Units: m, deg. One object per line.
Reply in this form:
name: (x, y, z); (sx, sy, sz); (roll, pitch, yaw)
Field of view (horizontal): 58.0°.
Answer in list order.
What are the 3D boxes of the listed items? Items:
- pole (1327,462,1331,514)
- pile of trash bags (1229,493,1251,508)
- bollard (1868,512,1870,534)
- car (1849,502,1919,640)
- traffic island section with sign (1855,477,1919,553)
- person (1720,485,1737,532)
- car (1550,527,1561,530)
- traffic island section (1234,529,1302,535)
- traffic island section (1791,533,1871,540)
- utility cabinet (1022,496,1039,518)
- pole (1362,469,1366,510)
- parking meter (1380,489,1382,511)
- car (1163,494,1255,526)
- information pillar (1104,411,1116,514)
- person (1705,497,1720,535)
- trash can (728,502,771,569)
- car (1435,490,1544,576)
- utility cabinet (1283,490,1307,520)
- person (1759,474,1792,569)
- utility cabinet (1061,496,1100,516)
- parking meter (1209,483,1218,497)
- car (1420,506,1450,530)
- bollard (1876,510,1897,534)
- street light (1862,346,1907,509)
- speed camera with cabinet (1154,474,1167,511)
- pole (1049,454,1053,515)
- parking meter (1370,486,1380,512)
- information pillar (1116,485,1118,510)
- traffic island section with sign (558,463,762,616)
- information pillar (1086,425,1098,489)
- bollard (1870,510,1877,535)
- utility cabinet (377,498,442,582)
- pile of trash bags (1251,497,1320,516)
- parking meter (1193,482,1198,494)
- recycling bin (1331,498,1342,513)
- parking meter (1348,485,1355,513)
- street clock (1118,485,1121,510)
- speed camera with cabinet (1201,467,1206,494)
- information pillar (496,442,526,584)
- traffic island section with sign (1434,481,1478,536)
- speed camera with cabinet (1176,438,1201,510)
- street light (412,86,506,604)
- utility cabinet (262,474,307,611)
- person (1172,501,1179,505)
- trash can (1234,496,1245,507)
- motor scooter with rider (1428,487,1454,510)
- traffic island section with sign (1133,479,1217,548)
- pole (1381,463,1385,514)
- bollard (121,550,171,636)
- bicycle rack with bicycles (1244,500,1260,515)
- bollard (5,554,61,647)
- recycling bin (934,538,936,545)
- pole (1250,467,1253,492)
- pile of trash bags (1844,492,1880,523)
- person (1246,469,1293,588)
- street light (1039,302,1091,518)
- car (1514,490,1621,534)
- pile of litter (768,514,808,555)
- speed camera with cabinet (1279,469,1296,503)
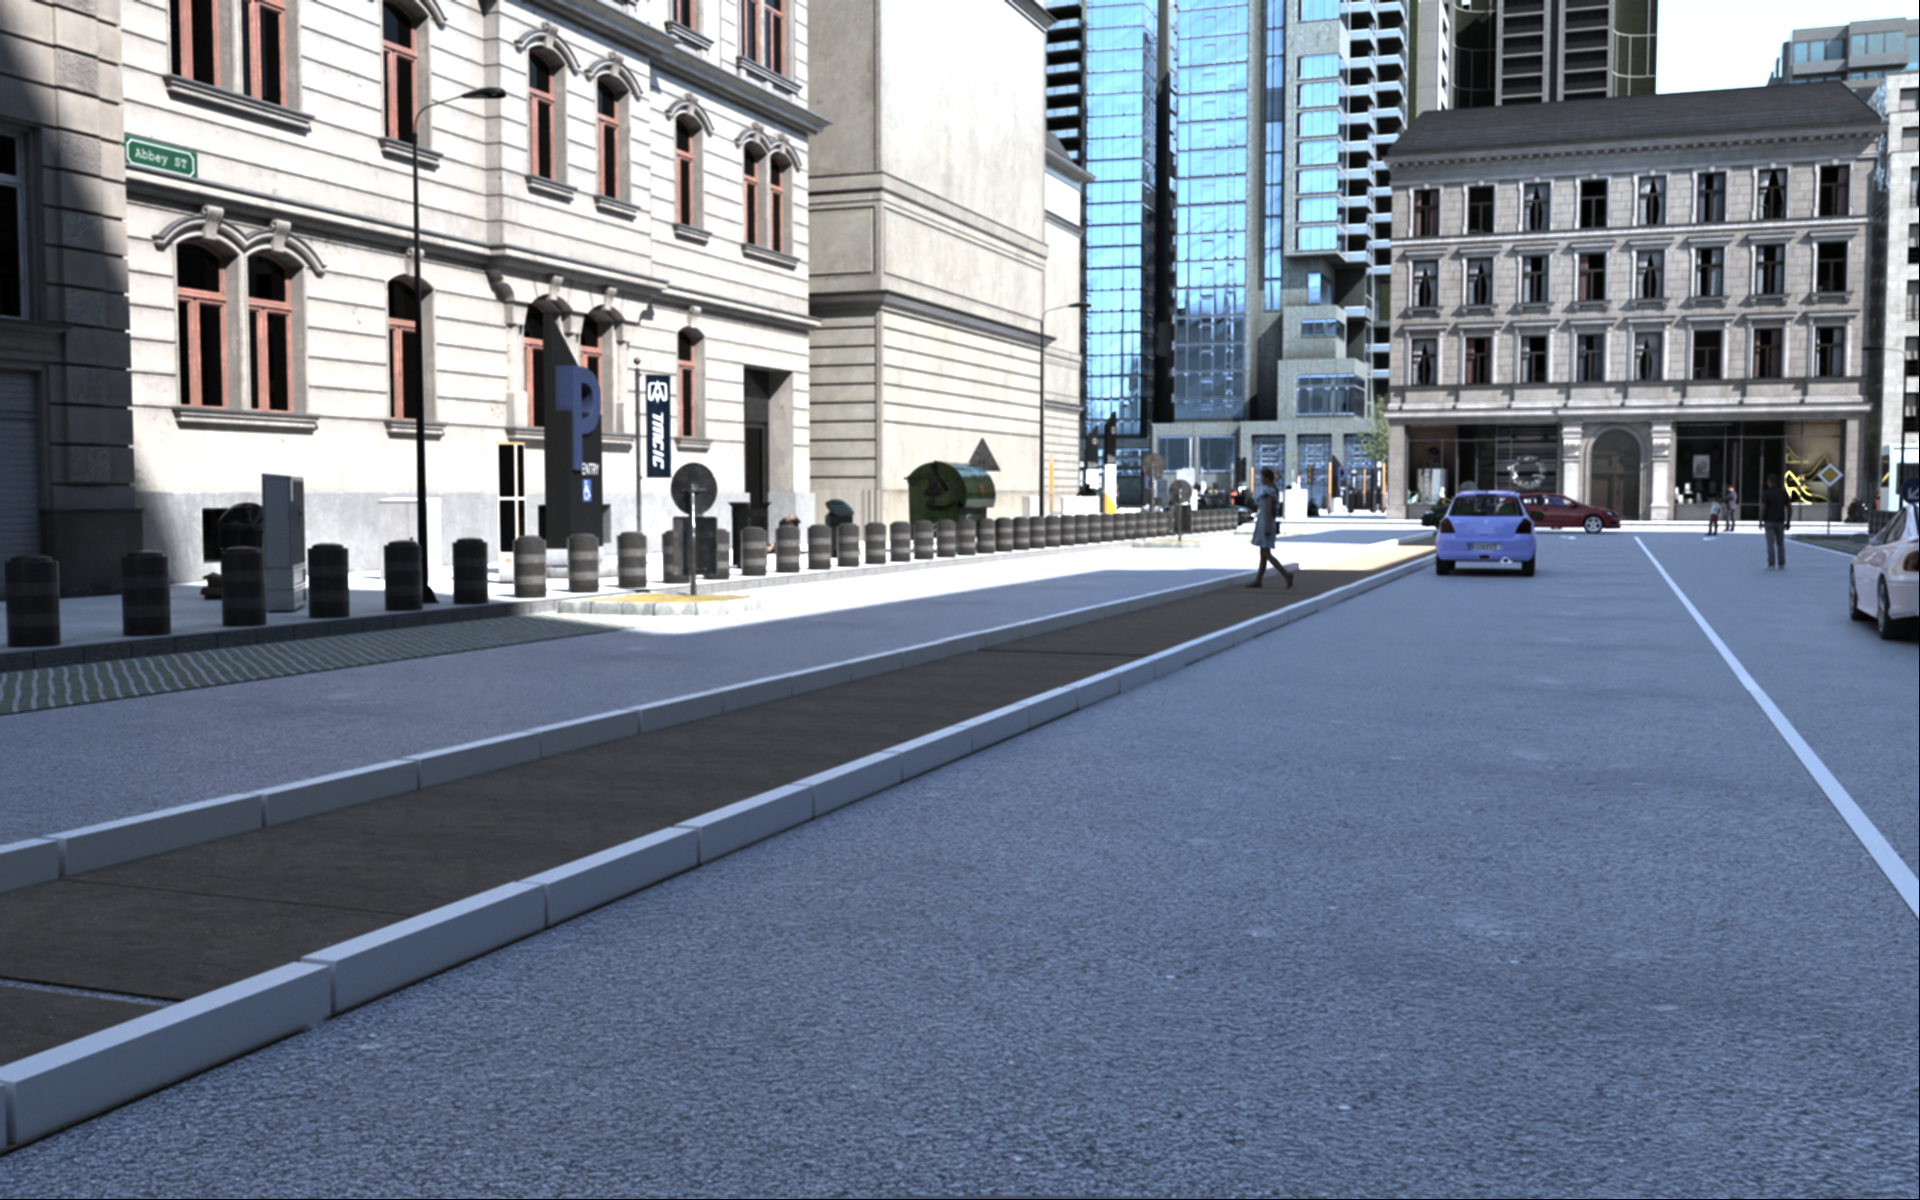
pole: (23.391, -7.086, 109.694); (0.158, 3.312, 0.155); (0, 3, 0)
pile of trash bags: (18.958, -6.568, 117.137); (1.912, 1.369, 3.447); (2, 4, 26)
bollard: (29.347, -2.496, 55.527); (0.404, 0.777, 0.398); (0, 3, 0)
car: (10.453, -0.344, 17.994); (2.083, 1.381, 4.827); (1, 4, 22)
traffic island section with sign: (22.545, -1.998, 41.293); (1.989, 1.847, 2.006); (1, 4, 20)
person: (29.364, -3.505, 66.251); (0.568, 1.767, 0.683); (3, 5, 43)
car: (22.998, -3.552, 70.659); (3.894, 1.354, 1.945); (1, 4, 21)
traffic island section: (10.959, -2.385, 61.269); (2.009, 0.180, 2.903); (1, 4, 20)
traffic island section: (27.642, -2.007, 55.101); (2.009, 0.180, 2.903); (1, 4, 20)
utility cabinet: (2.000, -2.307, 48.881); (0.306, 1.237, 1.020); (-1, 4, -10)
pole: (32.562, -8.913, 139.567); (0.158, 3.312, 0.155); (0, 3, 0)
parking meter: (31.956, -7.671, 131.137); (0.399, 1.863, 0.255); (3, 5, 39)
car: (11.244, -4.208, 78.580); (4.222, 1.686, 2.009); (1, 4, 22)
information pillar: (4.214, -3.497, 48.535); (0.183, 3.616, 0.504); (3, 4, 38)
person: (26.187, -2.926, 60.245); (0.435, 1.345, 0.340); (-3, 4, -38)
trash can: (-3.614, -1.110, 29.800); (0.748, 1.137, 0.748); (0, 3, 0)
car: (9.661, -1.352, 31.692); (1.945, 1.707, 3.694); (1, 4, 18)
utility cabinet: (16.505, -4.690, 85.364); (1.173, 1.500, 0.318); (-1, 4, -20)
person: (15.533, -1.492, 33.025); (0.598, 1.807, 0.434); (1, 4, 10)
utility cabinet: (3.251, -2.181, 46.825); (1.020, 1.237, 0.306); (-1, 4, -10)
parking meter: (12.850, -4.986, 87.240); (0.255, 1.863, 0.399); (0, 4, -2)
car: (20.395, -3.591, 68.492); (4.222, 1.686, 2.009); (1, 4, 20)
bollard: (28.505, -2.358, 53.272); (0.404, 0.777, 0.398); (0, 3, 0)
street light: (29.037, -5.009, 54.444); (1.470, 5.913, 1.316); (1, 4, 20)
speed camera with cabinet: (12.975, -6.845, 106.249); (2.038, 3.252, 0.660); (-1, 4, -10)
pole: (4.643, -5.774, 88.247); (0.158, 3.312, 0.155); (0, 3, 0)
parking meter: (28.601, -6.976, 119.770); (0.399, 1.863, 0.255); (-2, 4, -31)
information pillar: (12.228, -8.084, 136.657); (0.304, 2.012, 0.304); (-3, 5, -40)
traffic island section with sign: (-3.530, -0.769, 21.205); (1.989, 1.847, 2.006); (1, 4, 20)
information pillar: (4.475, -4.115, 58.631); (0.504, 3.616, 0.183); (-2, 4, -33)
bollard: (28.927, -2.427, 54.401); (0.404, 0.777, 0.398); (0, 3, 0)
utility cabinet: (-8.162, -0.888, 25.676); (1.020, 1.237, 0.306); (2, 4, 30)
pile of trash bags: (18.791, -5.474, 99.254); (3.447, 1.369, 1.912); (-2, 4, -24)
parking meter: (11.768, -4.992, 87.331); (0.399, 1.863, 0.255); (1, 4, 20)
recycling bin: (25.239, -6.371, 116.719); (0.722, 1.027, 0.722); (-3, 4, -38)
parking meter: (26.273, -6.763, 116.280); (0.399, 1.863, 0.255); (1, 4, 23)
street clock: (13.070, -8.507, 143.663); (0.471, 2.002, 0.358); (-3, 5, -40)
speed camera with cabinet: (17.256, -8.207, 128.518); (2.038, 3.252, 0.660); (3, 5, 44)
information pillar: (-6.396, -1.236, 24.707); (0.304, 2.012, 0.304); (1, 4, 9)
traffic island section with sign: (17.310, -3.122, 59.176); (2.006, 1.907, 1.989); (1, 4, 20)
speed camera with cabinet: (8.125, -4.144, 62.093); (0.660, 3.252, 2.038); (1, 4, 13)
street light: (-5.825, -2.907, 20.069); (1.470, 5.913, 1.316); (1, 4, 20)
utility cabinet: (-7.488, -0.646, 19.243); (0.318, 1.500, 1.173); (-1, 4, -14)
person: (9.036, -3.909, 72.373); (0.822, 1.834, 0.622); (-1, 4, -10)
trash can: (16.443, -5.525, 101.991); (0.748, 1.137, 0.748); (0, 3, 0)
motor scooter with rider: (21.642, -4.150, 76.810); (1.986, 1.779, 0.876); (1, 4, 20)
traffic island section with sign: (5.842, -2.315, 46.485); (1.989, 1.847, 2.006); (1, 4, 20)
pole: (27.584, -7.280, 112.872); (0.158, 3.312, 0.155); (0, 3, 0)
bollard: (-7.424, -0.066, 15.797); (0.404, 0.777, 0.398); (0, 3, 0)
bicycle rack with bicycles: (17.707, -5.546, 104.054); (2.925, 0.926, 2.852); (-1, 4, -19)
bollard: (-7.849, 0.003, 14.662); (0.404, 0.777, 0.398); (0, 3, 0)
recycling bin: (-0.403, -1.920, 43.949); (0.722, 1.027, 0.722); (1, 4, 14)
pole: (21.969, -8.350, 130.363); (0.158, 3.312, 0.155); (0, 3, 0)
pile of trash bags: (39.932, -4.028, 75.612); (1.912, 1.369, 3.447); (1, 4, 16)
person: (4.722, -1.082, 26.288); (0.778, 1.811, 0.616); (2, 4, 32)
street light: (2.507, -4.263, 42.242); (1.470, 5.913, 1.316); (1, 4, 20)
car: (21.971, -3.350, 63.815); (4.494, 1.783, 2.155); (1, 4, 20)
pile of litter: (-3.894, -1.428, 37.316); (1.176, 0.858, 1.719); (-1, 4, -15)
speed camera with cabinet: (25.933, -8.833, 138.747); (0.660, 3.252, 2.038); (-3, 5, -44)
